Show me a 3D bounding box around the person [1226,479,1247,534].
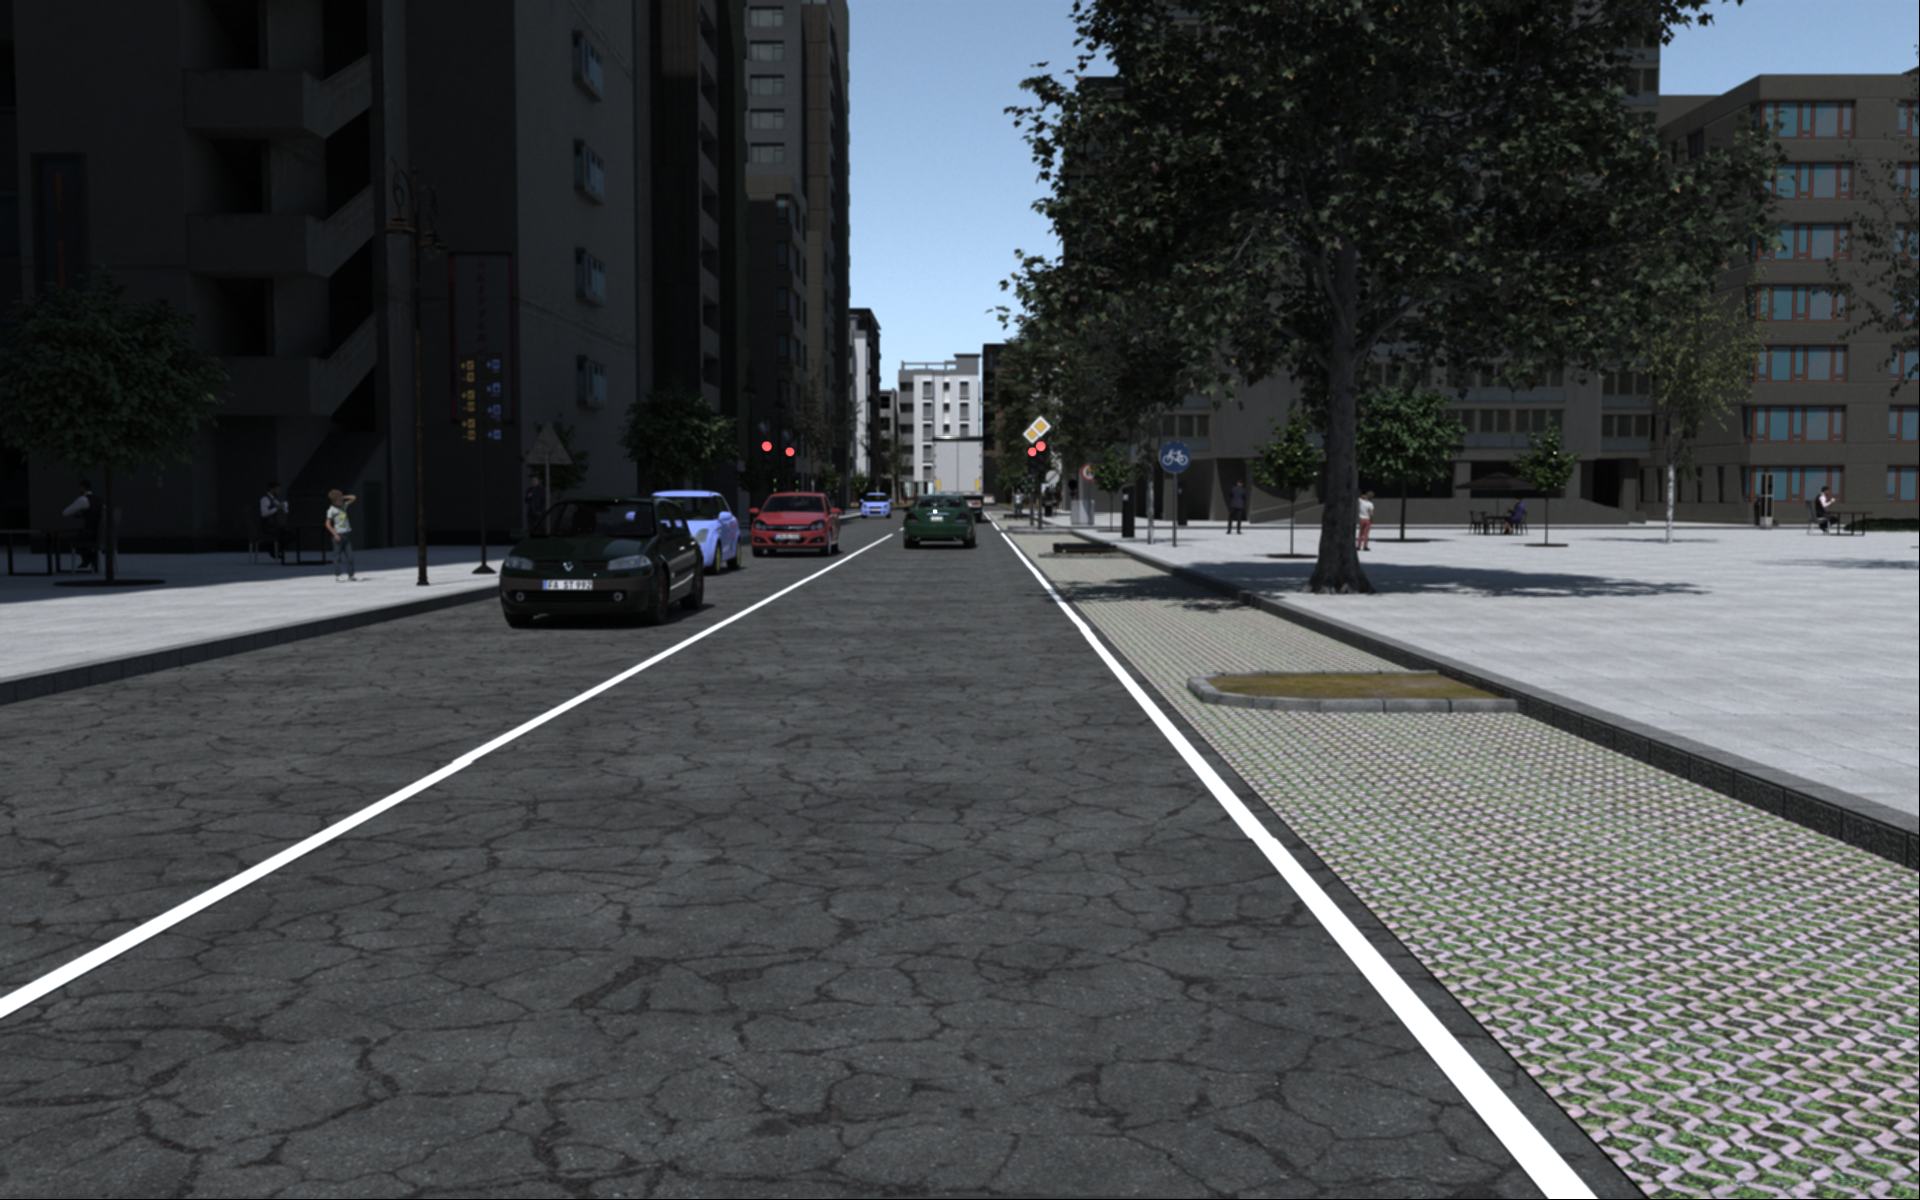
[{"bbox_3d":[8.875,-3.001,55.553,0.683,1.767,0.568,1,4,16],"label":"person"}]

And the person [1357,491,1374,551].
[{"bbox_3d":[9.162,-1.790,39.217,0.435,1.345,0.340,2,4,25],"label":"person"}]

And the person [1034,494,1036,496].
[{"bbox_3d":[6.793,-9.476,161.654,0.721,1.739,1.217,3,5,42],"label":"person"}]

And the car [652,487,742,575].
[{"bbox_3d":[-5.059,-1.350,31.660,1.945,1.707,3.694,0,4,1],"label":"car"}]

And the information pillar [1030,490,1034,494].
[{"bbox_3d":[5.689,-8.138,137.551,0.304,2.012,0.304,0,4,6],"label":"information pillar"}]

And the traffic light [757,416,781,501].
[{"bbox_3d":[-6.849,-4.465,61.922,0.839,4.253,0.868,0,4,0],"label":"traffic light"}]

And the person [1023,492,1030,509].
[{"bbox_3d":[5.720,-8.635,147.952,1.217,1.736,0.721,0,4,2],"label":"person"}]

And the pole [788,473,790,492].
[{"bbox_3d":[-7.509,-5.050,76.408,0.158,3.312,0.155,0,3,0],"label":"pole"}]

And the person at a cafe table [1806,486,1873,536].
[{"bbox_3d":[27.274,-2.779,53.955,1.622,1.524,1.698,1,4,10],"label":"person at a cafe table"}]

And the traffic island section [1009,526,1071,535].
[{"bbox_3d":[2.892,-2.430,62.006,2.009,0.180,2.903,0,4,0],"label":"traffic island section"}]

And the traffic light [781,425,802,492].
[{"bbox_3d":[-6.811,-4.953,69.907,0.839,4.253,0.868,0,4,0],"label":"traffic light"}]

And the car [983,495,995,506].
[{"bbox_3d":[3.387,-12.266,212.902,2.083,1.381,4.827,0,4,0],"label":"car"}]

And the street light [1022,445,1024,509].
[{"bbox_3d":[5.258,-10.512,144.662,0.468,5.910,1.993,0,4,0],"label":"street light"}]

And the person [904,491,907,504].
[{"bbox_3d":[-7.095,-13.241,224.959,0.705,1.831,1.348,0,4,2],"label":"person"}]

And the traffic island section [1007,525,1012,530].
[{"bbox_3d":[2.931,-2.918,69.991,2.009,0.180,2.903,0,4,0],"label":"traffic island section"}]

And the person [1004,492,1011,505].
[{"bbox_3d":[5.966,-12.575,211.786,1.348,1.807,0.705,-1,4,-10],"label":"person"}]

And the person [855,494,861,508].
[{"bbox_3d":[-9.474,-9.529,162.558,0.721,1.735,1.217,-2,4,-34],"label":"person"}]

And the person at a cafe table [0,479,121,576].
[{"bbox_3d":[-14.238,-1.173,27.695,1.622,1.524,1.698,1,4,13],"label":"person at a cafe table"}]

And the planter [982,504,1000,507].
[{"bbox_3d":[3.545,-10.877,198.981,1.991,0.319,1.994,0,4,0],"label":"planter"}]

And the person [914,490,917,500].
[{"bbox_3d":[-4.379,-9.884,170.045,0.705,1.831,1.348,-1,4,-8],"label":"person"}]

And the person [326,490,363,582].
[{"bbox_3d":[-9.016,-0.942,25.358,0.340,1.345,0.435,1,4,19],"label":"person"}]

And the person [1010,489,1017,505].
[{"bbox_3d":[5.716,-10.605,179.448,1.348,1.823,0.705,-2,4,-27],"label":"person"}]

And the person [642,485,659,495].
[{"bbox_3d":[-11.212,-3.378,62.738,0.566,1.644,0.517,2,4,34],"label":"person"}]

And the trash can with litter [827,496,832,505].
[{"bbox_3d":[-7.206,-4.923,91.885,0.624,1.170,1.055,-2,4,-30],"label":"trash can with litter"}]

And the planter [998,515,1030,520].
[{"bbox_3d":[3.047,-4.496,94.649,1.991,0.319,1.994,0,4,0],"label":"planter"}]

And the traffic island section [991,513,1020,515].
[{"bbox_3d":[3.176,-6.039,121.599,1.991,0.108,1.994,0,4,0],"label":"traffic island section"}]

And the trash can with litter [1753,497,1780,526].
[{"bbox_3d":[32.497,-3.567,69.704,1.055,1.170,0.624,1,4,21],"label":"trash can with litter"}]

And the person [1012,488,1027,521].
[{"bbox_3d":[3.128,-5.076,92.219,0.841,1.734,0.376,2,4,26],"label":"person"}]

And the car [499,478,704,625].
[{"bbox_3d":[-4.090,-0.635,20.175,2.009,1.686,4.222,0,4,1],"label":"car"}]

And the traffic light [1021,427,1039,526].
[{"bbox_3d":[2.891,-4.951,69.877,0.839,4.253,0.868,0,4,0],"label":"traffic light"}]

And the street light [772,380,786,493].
[{"bbox_3d":[-7.341,-5.985,70.649,0.468,5.910,1.993,0,4,0],"label":"street light"}]

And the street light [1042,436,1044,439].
[{"bbox_3d":[5.133,-8.355,109.392,0.468,5.910,1.993,0,4,0],"label":"street light"}]

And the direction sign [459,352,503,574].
[{"bbox_3d":[-7.689,-2.194,27.875,0.876,3.537,0.379,2,4,27],"label":"direction sign"}]

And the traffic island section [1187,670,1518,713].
[{"bbox_3d":[2.646,0.649,12.262,1.991,0.108,1.994,0,4,0],"label":"traffic island section"}]

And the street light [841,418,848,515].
[{"bbox_3d":[-7.119,-8.143,105.919,0.468,5.910,1.993,0,4,0],"label":"street light"}]

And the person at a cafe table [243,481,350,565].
[{"bbox_3d":[-12.198,-1.415,31.649,1.622,1.524,1.698,0,4,-6],"label":"person at a cafe table"}]

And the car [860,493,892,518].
[{"bbox_3d":[-4.986,-5.722,103.143,1.945,1.707,3.694,0,4,-1],"label":"car"}]

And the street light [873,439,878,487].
[{"bbox_3d":[-6.897,-10.343,141.889,0.468,5.910,1.993,0,4,0],"label":"street light"}]

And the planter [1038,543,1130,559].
[{"bbox_3d":[2.776,-1.105,39.199,1.991,0.319,1.994,0,4,0],"label":"planter"}]

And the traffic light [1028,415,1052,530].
[{"bbox_3d":[2.852,-4.463,61.892,0.839,4.253,0.868,0,4,0],"label":"traffic light"}]

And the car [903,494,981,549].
[{"bbox_3d":[-0.520,-2.145,46.877,2.131,1.459,4.920,0,4,2],"label":"car"}]

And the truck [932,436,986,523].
[{"bbox_3d":[-0.039,-6.165,89.715,2.839,4.237,11.283,0,4,1],"label":"truck"}]

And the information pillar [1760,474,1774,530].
[{"bbox_3d":[29.105,-3.547,62.484,0.304,2.012,0.304,-1,4,-14],"label":"information pillar"}]

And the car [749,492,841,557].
[{"bbox_3d":[-3.847,-1.950,40.916,2.155,1.783,4.494,0,4,0],"label":"car"}]

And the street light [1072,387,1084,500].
[{"bbox_3d":[5.038,-6.198,74.122,0.468,5.910,1.993,0,4,0],"label":"street light"}]

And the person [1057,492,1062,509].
[{"bbox_3d":[8.455,-8.645,147.913,1.217,1.766,0.721,-2,4,-34],"label":"person"}]

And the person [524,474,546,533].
[{"bbox_3d":[-9.343,-1.905,38.108,0.541,1.710,0.530,2,4,30],"label":"person"}]

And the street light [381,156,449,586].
[{"bbox_3d":[-7.549,-3.142,24.163,0.468,5.910,1.993,0,4,0],"label":"street light"}]

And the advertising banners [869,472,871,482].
[{"bbox_3d":[-6.900,-8.573,136.355,0.090,3.025,2.074,1,4,13],"label":"advertising banners"}]

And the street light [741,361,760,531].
[{"bbox_3d":[-7.292,-5.357,60.377,0.468,5.910,1.993,0,4,0],"label":"street light"}]

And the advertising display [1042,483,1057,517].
[{"bbox_3d":[4.891,-5.575,96.363,0.974,1.923,0.123,-1,4,-12],"label":"advertising display"}]
